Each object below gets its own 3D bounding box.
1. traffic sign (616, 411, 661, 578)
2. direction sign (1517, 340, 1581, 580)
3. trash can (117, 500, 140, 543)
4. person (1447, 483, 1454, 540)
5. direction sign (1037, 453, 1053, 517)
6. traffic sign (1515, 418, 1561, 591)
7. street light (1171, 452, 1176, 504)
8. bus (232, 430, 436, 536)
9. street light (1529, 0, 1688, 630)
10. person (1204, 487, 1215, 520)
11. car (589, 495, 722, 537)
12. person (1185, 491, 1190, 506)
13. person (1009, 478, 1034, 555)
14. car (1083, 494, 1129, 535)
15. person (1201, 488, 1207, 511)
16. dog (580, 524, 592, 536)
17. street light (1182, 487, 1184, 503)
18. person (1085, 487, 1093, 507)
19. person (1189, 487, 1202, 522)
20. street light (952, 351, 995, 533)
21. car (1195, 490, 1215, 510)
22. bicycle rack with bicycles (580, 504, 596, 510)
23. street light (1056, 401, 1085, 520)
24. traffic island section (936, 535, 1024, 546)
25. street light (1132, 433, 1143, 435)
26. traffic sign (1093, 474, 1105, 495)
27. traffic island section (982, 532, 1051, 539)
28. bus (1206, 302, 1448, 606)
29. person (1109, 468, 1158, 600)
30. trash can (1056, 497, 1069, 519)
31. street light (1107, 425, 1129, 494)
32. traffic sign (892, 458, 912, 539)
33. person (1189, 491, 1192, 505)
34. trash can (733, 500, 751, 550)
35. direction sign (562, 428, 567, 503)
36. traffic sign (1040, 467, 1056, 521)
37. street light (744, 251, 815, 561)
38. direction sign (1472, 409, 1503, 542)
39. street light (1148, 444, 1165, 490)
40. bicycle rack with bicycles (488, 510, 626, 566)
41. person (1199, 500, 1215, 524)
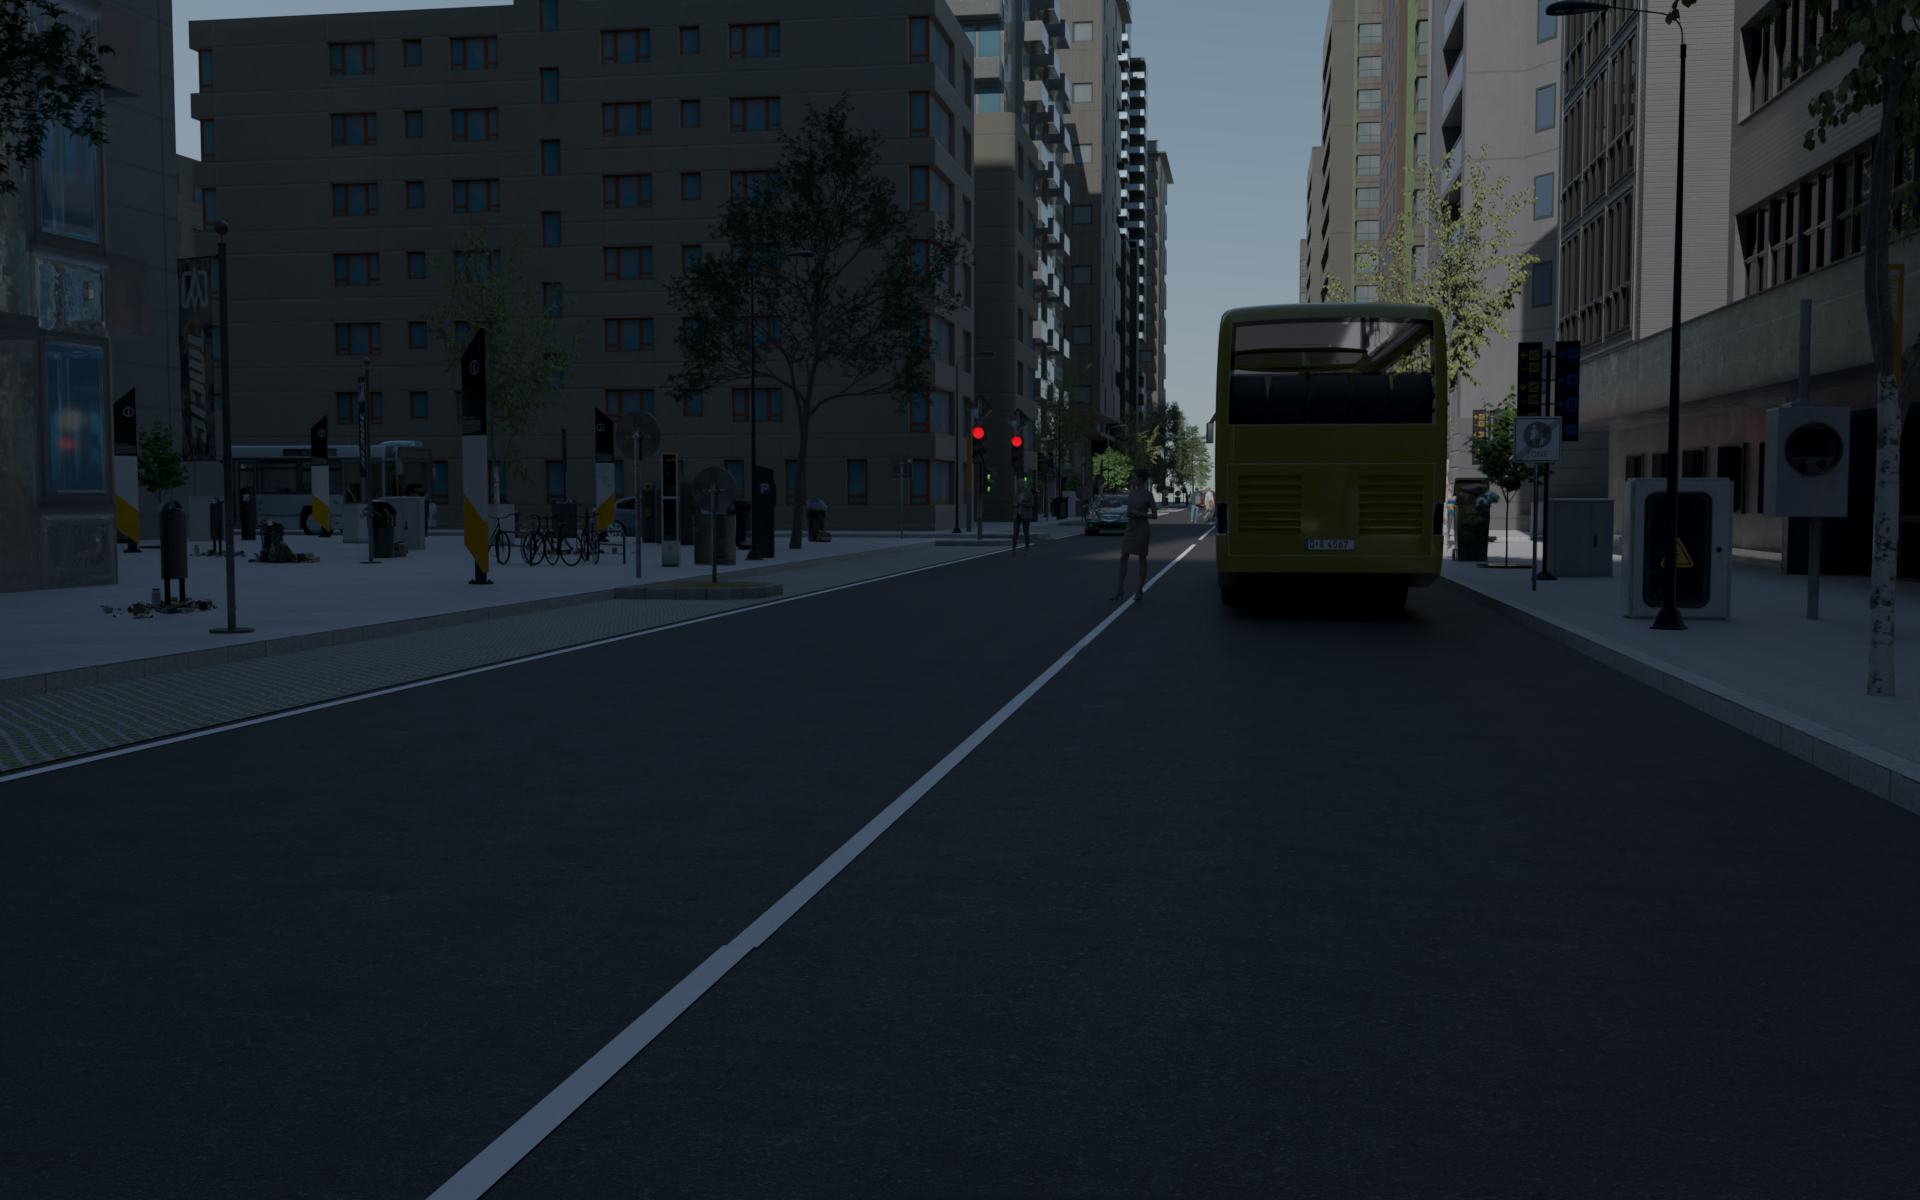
[{"bbox_3d":[-4.921,-1.611,26.445,0.768,2.556,0.104,1,4,19],"label":"traffic sign"},{"bbox_3d":[8.733,-2.066,25.780,0.876,3.537,0.379,1,4,22],"label":"direction sign"},{"bbox_3d":[-21.754,-2.049,45.149,0.748,1.137,0.748,0,3,0],"label":"trash can"},{"bbox_3d":[14.733,-2.661,52.191,0.537,1.800,0.526,0,4,7],"label":"person"},{"bbox_3d":[4.685,-6.303,95.053,0.876,3.537,0.379,0,4,-5],"label":"direction sign"},{"bbox_3d":[7.617,-1.271,22.916,0.606,2.300,0.079,1,4,10],"label":"traffic sign"},{"bbox_3d":[23.096,-13.359,190.957,1.470,5.913,1.316,1,4,10],"label":"street light"},{"bbox_3d":[-22.969,-3.772,56.538,13.247,3.499,2.948,1,4,11],"label":"bus"},{"bbox_3d":[6.209,-2.682,16.388,1.470,5.913,1.316,1,4,10],"label":"street light"},{"bbox_3d":[13.412,-5.187,93.537,0.641,1.798,0.478,-1,4,-22],"label":"person"},{"bbox_3d":[-9.131,-2.529,53.344,4.499,1.417,2.014,1,4,11],"label":"car"},{"bbox_3d":[24.575,-10.864,186.852,0.721,1.736,1.217,2,4,28],"label":"person"},{"bbox_3d":[1.475,-1.974,40.959,0.537,1.800,0.526,2,4,34],"label":"person"},{"bbox_3d":[5.479,-3.037,61.451,2.131,1.459,4.920,1,4,9],"label":"car"},{"bbox_3d":[17.792,-7.165,125.416,0.659,1.850,0.755,3,4,37],"label":"person"},{"bbox_3d":[-11.695,-2.163,54.649,0.406,0.507,0.540,1,4,9],"label":"dog"},{"bbox_3d":[26.961,-14.767,213.977,1.470,5.913,1.316,1,4,10],"label":"street light"},{"bbox_3d":[6.102,-4.552,83.175,0.600,1.795,0.529,0,4,7],"label":"person"},{"bbox_3d":[11.903,-4.811,87.506,0.623,1.781,0.721,0,4,3],"label":"person"},{"bbox_3d":[0.433,-5.136,56.507,1.470,5.913,1.316,1,4,10],"label":"street light"},{"bbox_3d":[22.261,-9.055,156.715,2.281,1.827,5.304,0,4,8],"label":"car"},{"bbox_3d":[-11.993,-2.851,59.999,2.852,0.926,2.925,0,4,-4],"label":"bicycle rack with bicycles"},{"bbox_3d":[5.519,-6.982,86.694,1.470,5.913,1.316,1,4,10],"label":"street light"},{"bbox_3d":[0.537,-1.611,48.616,2.009,0.180,2.903,1,4,10],"label":"traffic island section"},{"bbox_3d":[13.216,-9.751,131.972,1.470,5.913,1.316,1,4,10],"label":"street light"},{"bbox_3d":[8.796,-6.690,109.488,0.768,2.556,0.104,1,4,18],"label":"traffic sign"},{"bbox_3d":[1.862,-2.092,56.491,2.009,0.180,2.903,1,4,10],"label":"traffic island section"},{"bbox_3d":[4.988,-2.054,25.134,2.896,3.916,12.252,1,4,8],"label":"bus"},{"bbox_3d":[2.347,-0.888,23.366,0.599,1.781,0.374,3,5,43],"label":"person"},{"bbox_3d":[5.300,-4.775,89.723,0.748,1.137,0.748,0,3,0],"label":"trash can"},{"bbox_3d":[10.475,-8.775,116.018,1.470,5.913,1.316,1,4,10],"label":"street light"},{"bbox_3d":[-1.668,-2.913,49.754,0.606,2.300,0.079,1,4,14],"label":"traffic sign"},{"bbox_3d":[28.966,-12.808,218.000,1.348,1.812,0.705,-3,5,-41],"label":"person"},{"bbox_3d":[-4.916,-1.738,40.064,0.748,1.137,0.748,0,3,0],"label":"trash can"},{"bbox_3d":[-13.710,-4.162,60.048,0.379,3.537,0.876,0,4,-5],"label":"direction sign"},{"bbox_3d":[4.162,-5.034,82.415,0.768,2.556,0.104,1,4,17],"label":"traffic sign"},{"bbox_3d":[-3.463,-3.718,33.328,1.470,5.913,1.316,1,4,10],"label":"street light"},{"bbox_3d":[14.143,-3.324,46.339,0.876,3.537,0.379,2,4,25],"label":"direction sign"},{"bbox_3d":[18.096,-11.562,161.585,1.470,5.913,1.316,1,4,10],"label":"street light"},{"bbox_3d":[-7.393,-1.123,31.746,2.852,0.926,2.925,-2,4,-32],"label":"bicycle rack with bicycles"},{"bbox_3d":[11.862,-4.163,82.064,0.738,1.151,1.012,-1,4,-19],"label":"person"}]
